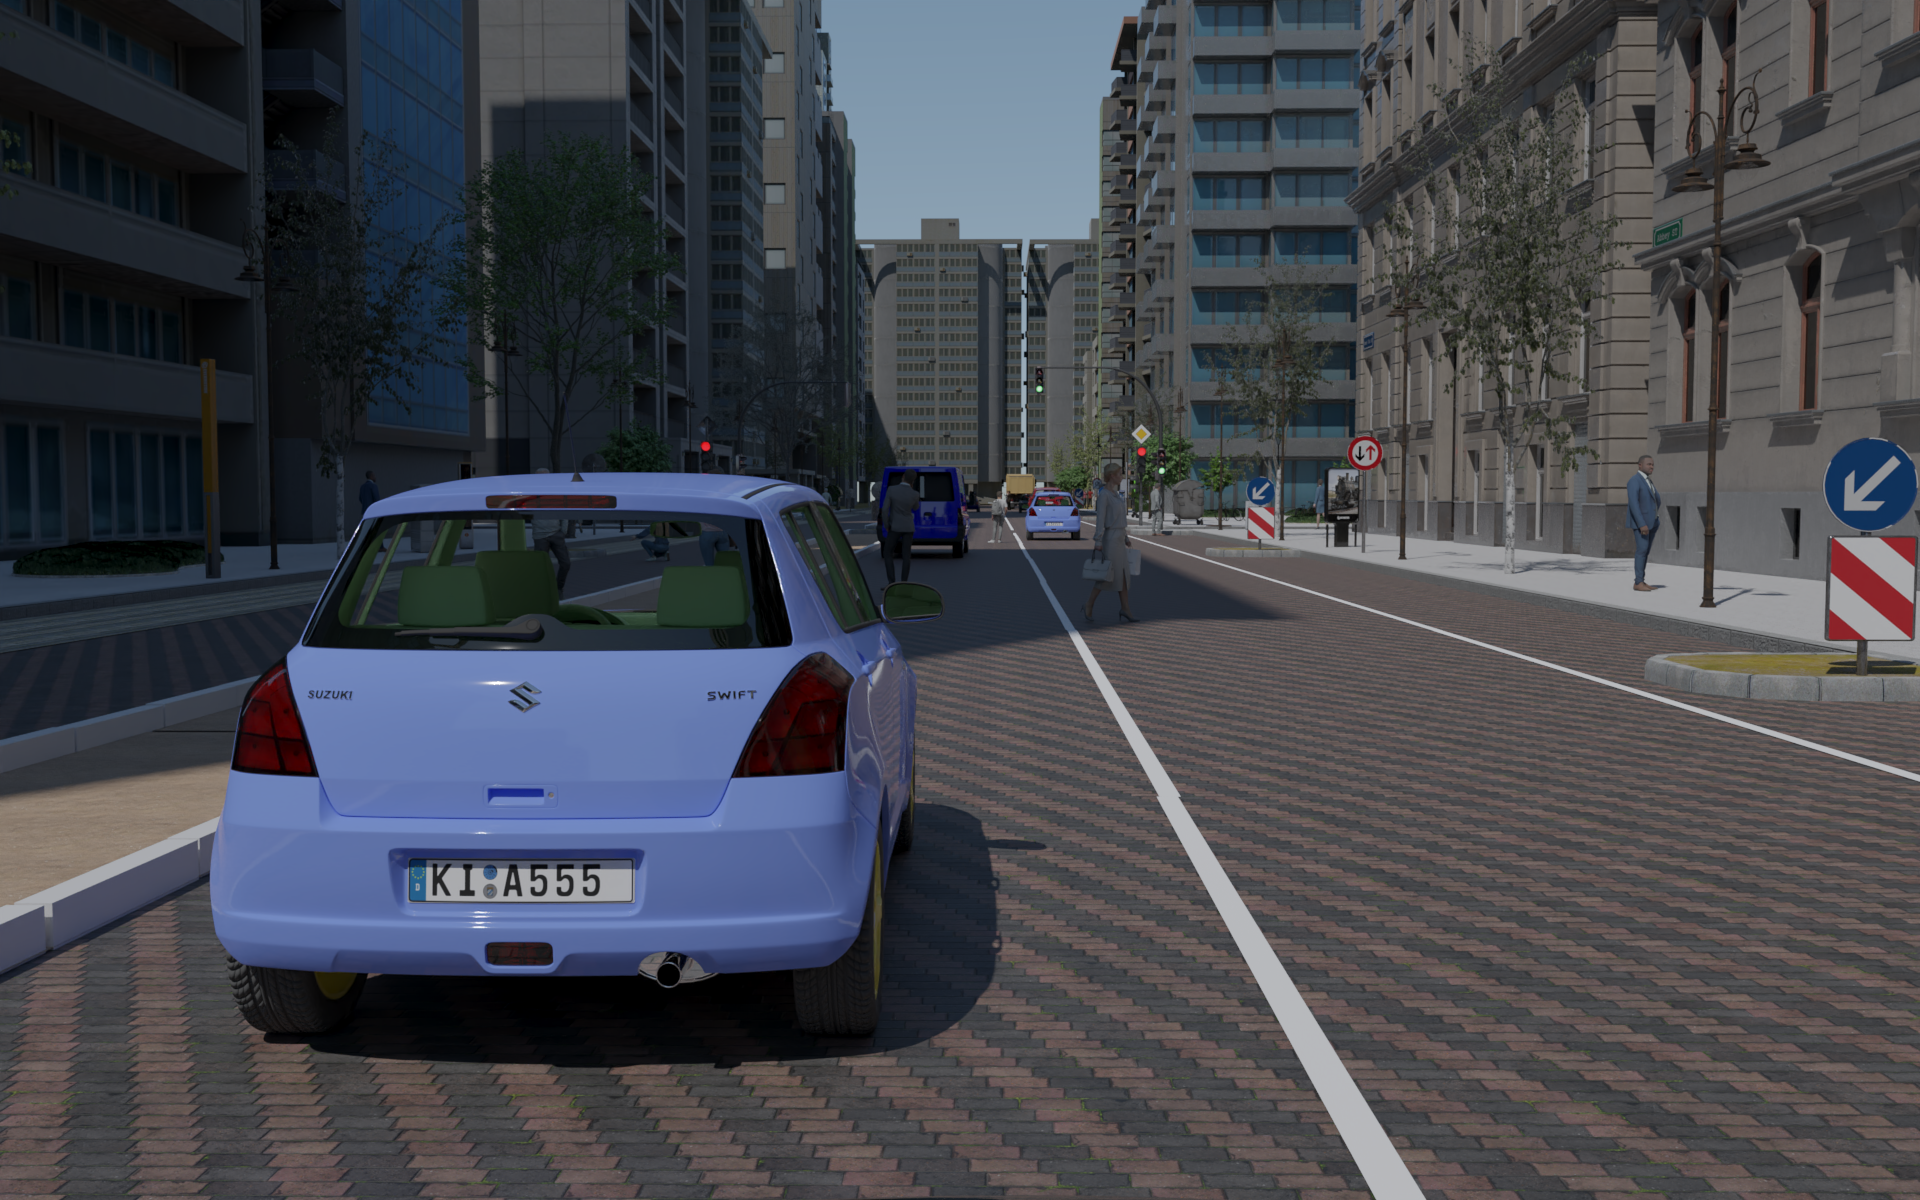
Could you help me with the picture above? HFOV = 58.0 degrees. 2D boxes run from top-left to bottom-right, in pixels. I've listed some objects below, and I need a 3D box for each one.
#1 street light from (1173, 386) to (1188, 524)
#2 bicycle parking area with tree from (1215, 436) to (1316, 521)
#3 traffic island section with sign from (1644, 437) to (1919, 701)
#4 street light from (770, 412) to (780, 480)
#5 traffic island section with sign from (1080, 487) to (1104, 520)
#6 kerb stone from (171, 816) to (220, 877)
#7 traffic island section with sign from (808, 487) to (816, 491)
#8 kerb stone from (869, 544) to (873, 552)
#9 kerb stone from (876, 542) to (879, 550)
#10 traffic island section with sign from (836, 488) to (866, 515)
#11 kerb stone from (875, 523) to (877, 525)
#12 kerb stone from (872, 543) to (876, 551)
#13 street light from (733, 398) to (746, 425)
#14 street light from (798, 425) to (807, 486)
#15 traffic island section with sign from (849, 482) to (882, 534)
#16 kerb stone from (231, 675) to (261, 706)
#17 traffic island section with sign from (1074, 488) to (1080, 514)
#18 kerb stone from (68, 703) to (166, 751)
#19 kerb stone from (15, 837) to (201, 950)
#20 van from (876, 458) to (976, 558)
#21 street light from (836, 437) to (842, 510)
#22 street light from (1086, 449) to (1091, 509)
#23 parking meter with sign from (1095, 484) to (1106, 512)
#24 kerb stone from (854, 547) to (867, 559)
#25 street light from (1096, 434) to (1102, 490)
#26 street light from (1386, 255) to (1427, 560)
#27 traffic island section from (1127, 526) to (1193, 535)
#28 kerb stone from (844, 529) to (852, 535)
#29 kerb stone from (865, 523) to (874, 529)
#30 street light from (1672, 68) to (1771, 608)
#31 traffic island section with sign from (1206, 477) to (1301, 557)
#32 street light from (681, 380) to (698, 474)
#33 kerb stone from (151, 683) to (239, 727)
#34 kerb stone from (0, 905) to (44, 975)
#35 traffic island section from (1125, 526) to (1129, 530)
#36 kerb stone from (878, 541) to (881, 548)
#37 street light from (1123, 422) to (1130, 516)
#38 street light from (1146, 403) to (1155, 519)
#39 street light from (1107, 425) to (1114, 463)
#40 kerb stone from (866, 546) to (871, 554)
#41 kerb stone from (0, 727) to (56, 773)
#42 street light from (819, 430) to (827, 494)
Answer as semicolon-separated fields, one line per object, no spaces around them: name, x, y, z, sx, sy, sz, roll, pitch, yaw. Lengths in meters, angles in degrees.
street light;9.443;-6.211;74.330;0.468;5.910;1.993;0;4;1
bicycle parking area with tree;17.133;-5.799;81.818;9.016;4.147;8.231;-2;4;-34
traffic island section with sign;6.285;-0.262;12.916;1.989;1.847;2.006;0;4;1
street light;-10.418;-7.635;97.627;0.468;5.910;1.993;0;4;1
traffic island section with sign;7.784;-5.315;95.520;1.989;1.847;2.006;0;4;1
kerb stone;-2.888;0.933;6.964;0.120;0.150;1.000;0;4;1
traffic island section with sign;-8.148;-5.267;94.751;1.989;1.847;2.006;0;4;1
kerb stone;-2.252;-1.201;41.837;0.120;0.150;1.000;0;4;1
kerb stone;-2.212;-1.327;43.896;0.120;0.150;1.000;0;4;1
traffic island section with sign;-7.659;-6.916;121.701;1.989;1.847;2.006;0;4;1
kerb stone;-3.762;-3.179;74.171;0.120;0.150;1.000;0;4;1
kerb stone;-2.225;-1.263;42.863;0.120;0.150;1.000;0;4;1
street light;-10.667;-6.800;83.965;0.468;5.910;1.993;0;4;1
street light;-10.183;-8.492;111.626;0.468;5.910;1.993;0;4;1
traffic island section with sign;-2.920;-3.312;62.296;2.006;1.907;1.989;0;4;1
kerb stone;-4.897;0.617;12.106;0.120;0.150;1.000;0;4;1
traffic island section with sign;8.275;-6.963;122.471;1.989;1.847;2.006;0;4;1
kerb stone;-4.926;0.749;10.063;0.120;0.150;1.000;0;4;1
kerb stone;-2.899;0.995;5.937;0.120;0.150;1.000;0;4;1
van;-0.783;-2.207;40.464;2.240;2.365;5.245;0;4;2
street light;-9.703;-10.192;139.419;0.468;5.910;1.993;0;4;1
street light;10.650;-10.489;144.281;0.468;5.910;1.993;0;4;1
parking meter with sign;10.506;-7.973;126.617;0.543;3.016;1.738;-2;4;-31
kerb stone;-2.287;-1.074;39.793;0.120;0.150;1.000;0;4;1
street light;10.433;-9.635;130.325;0.468;5.910;1.993;0;4;1
street light;8.657;-3.726;33.712;0.468;5.910;1.993;0;4;1
traffic island section;7.165;-2.422;61.874;2.009;0.180;2.903;0;4;1
kerb stone;-3.987;-2.456;62.343;0.120;0.150;1.000;0;4;1
kerb stone;-3.797;-3.051;72.127;0.120;0.150;1.000;0;4;1
street light;8.468;-2.853;19.429;0.468;5.910;1.993;0;4;1
traffic island section with sign;6.768;-1.936;40.282;1.989;1.847;2.006;0;4;1
street light;-10.948;-5.964;70.303;0.468;5.910;1.993;0;4;1
kerb stone;-4.908;0.680;11.084;0.120;0.150;1.000;0;4;1
kerb stone;-2.925;1.057;4.909;0.120;0.150;1.000;0;4;1
traffic island section;7.310;-2.910;69.857;2.009;0.180;2.903;0;4;1
kerb stone;-2.191;-1.380;44.929;0.120;0.150;1.000;0;4;1
street light;9.930;-7.939;102.584;0.468;5.910;1.993;0;4;1
street light;9.678;-7.062;88.256;0.468;5.910;1.993;0;4;1
street light;10.104;-8.774;116.248;0.468;5.910;1.993;0;4;1
kerb stone;-2.262;-1.139;40.815;0.120;0.150;1.000;0;4;1
kerb stone;-4.945;0.806;9.041;0.120;0.150;1.000;0;4;1
street light;-9.971;-9.356;125.757;0.468;5.910;1.993;0;4;1
